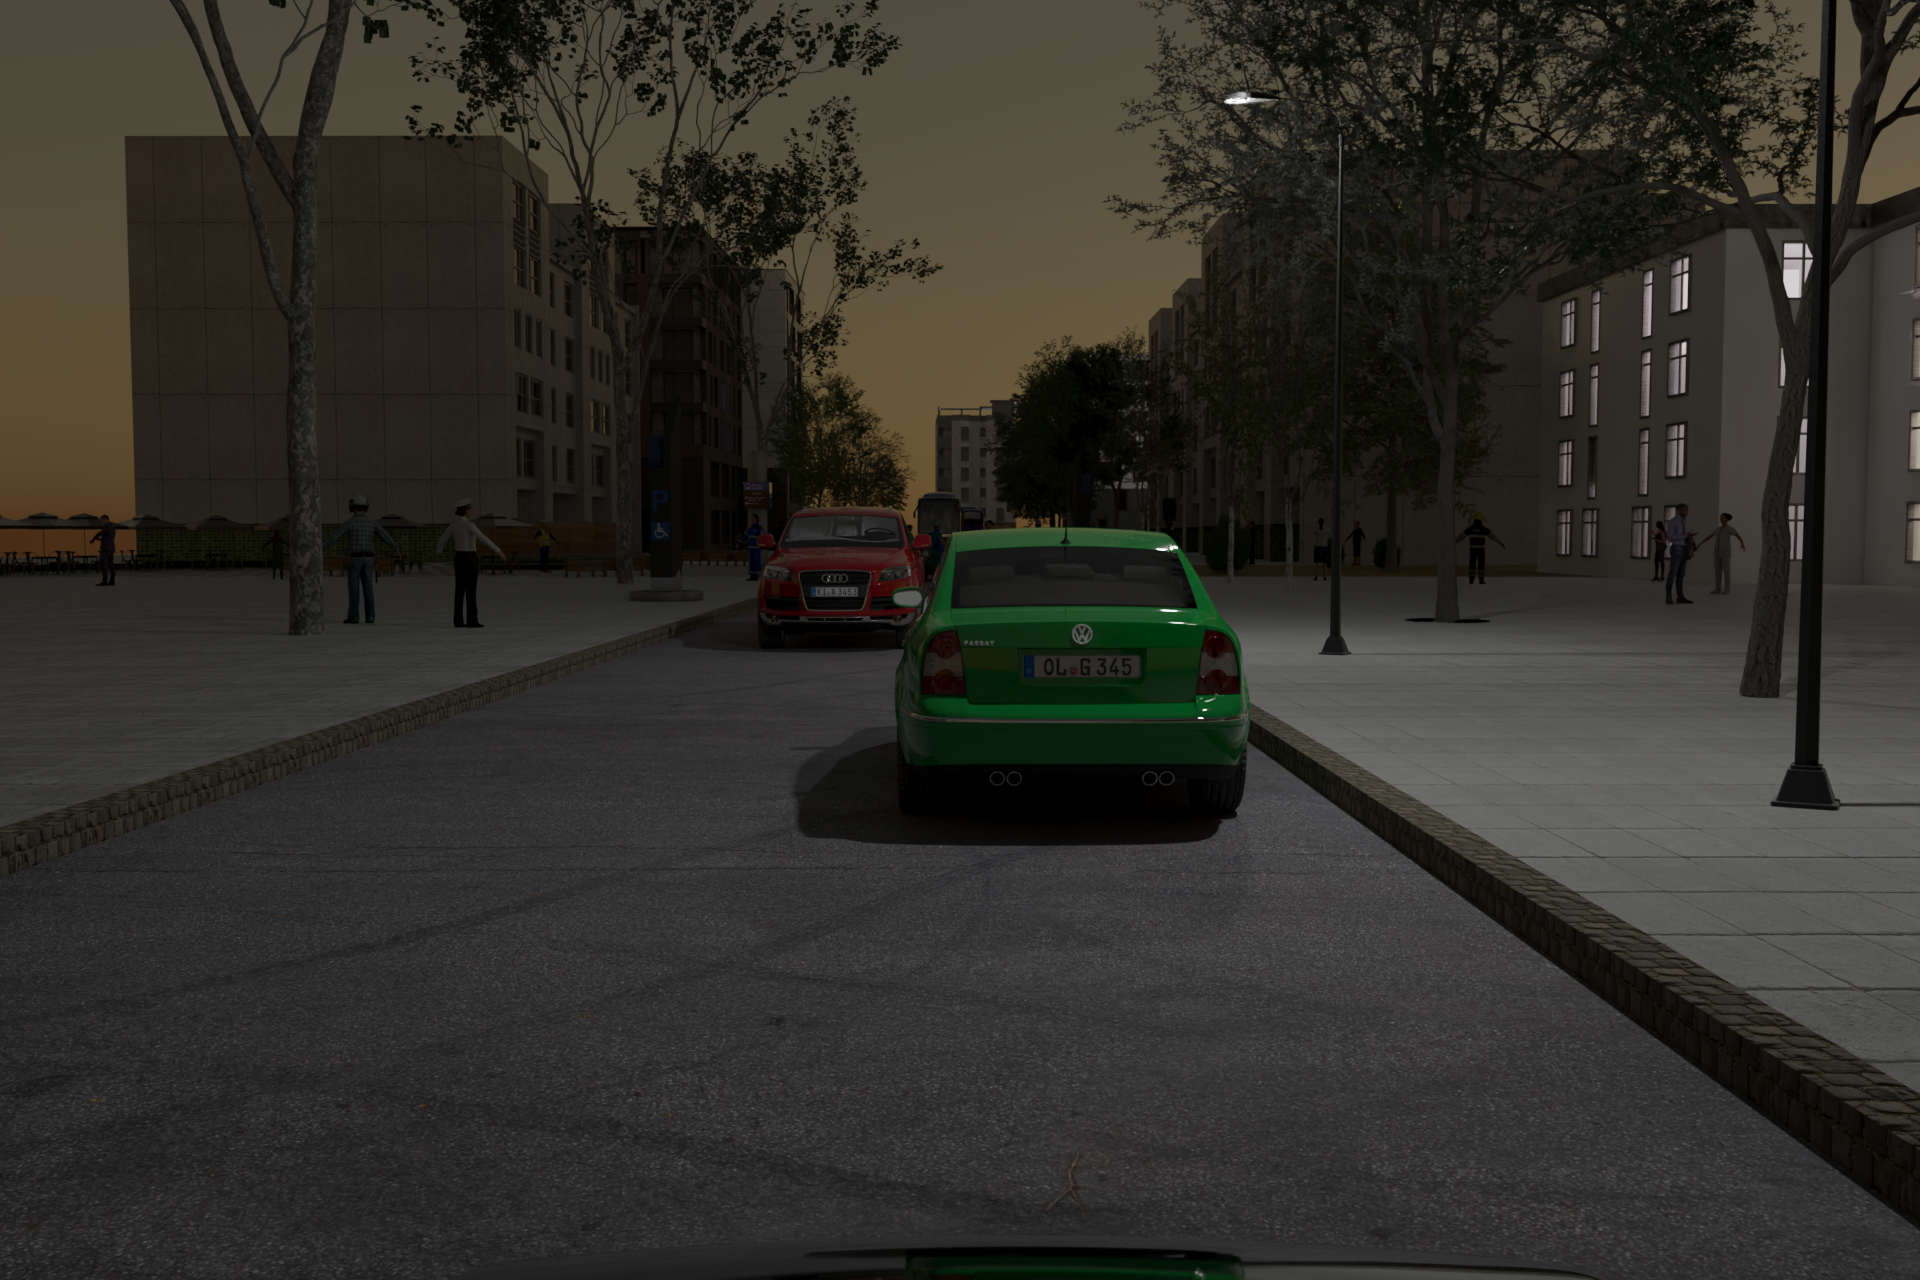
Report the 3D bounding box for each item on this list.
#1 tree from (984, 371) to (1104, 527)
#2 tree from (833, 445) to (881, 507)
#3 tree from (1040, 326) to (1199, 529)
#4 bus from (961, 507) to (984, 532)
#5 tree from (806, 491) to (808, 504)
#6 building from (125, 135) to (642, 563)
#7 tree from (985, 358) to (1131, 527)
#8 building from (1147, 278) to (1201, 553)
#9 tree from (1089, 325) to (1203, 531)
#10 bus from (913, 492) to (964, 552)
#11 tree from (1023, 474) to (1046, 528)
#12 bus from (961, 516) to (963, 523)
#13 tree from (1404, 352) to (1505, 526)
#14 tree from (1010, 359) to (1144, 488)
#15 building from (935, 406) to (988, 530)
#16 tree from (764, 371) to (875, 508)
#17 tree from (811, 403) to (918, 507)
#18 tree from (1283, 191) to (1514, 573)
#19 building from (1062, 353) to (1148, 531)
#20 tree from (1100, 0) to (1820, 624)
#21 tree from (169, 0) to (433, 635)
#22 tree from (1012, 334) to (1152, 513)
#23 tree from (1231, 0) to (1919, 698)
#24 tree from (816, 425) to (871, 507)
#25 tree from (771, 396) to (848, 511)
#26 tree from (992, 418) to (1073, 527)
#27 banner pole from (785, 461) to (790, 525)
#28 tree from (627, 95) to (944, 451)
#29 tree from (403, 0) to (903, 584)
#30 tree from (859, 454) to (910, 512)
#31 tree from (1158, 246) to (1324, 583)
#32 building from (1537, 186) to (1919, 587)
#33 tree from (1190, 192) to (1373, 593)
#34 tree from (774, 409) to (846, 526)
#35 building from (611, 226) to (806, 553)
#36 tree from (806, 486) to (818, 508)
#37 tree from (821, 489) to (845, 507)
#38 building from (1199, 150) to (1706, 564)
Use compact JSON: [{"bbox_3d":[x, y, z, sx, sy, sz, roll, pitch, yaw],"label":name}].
[{"bbox_3d":[6.955,-13.782,131.991,9.857,13.997,8.962,0,3,0],"label":"tree"},{"bbox_3d":[-8.919,-11.486,138.153,4.360,8.622,3.978,0,3,0],"label":"tree"},{"bbox_3d":[7.196,-8.713,76.868,7.601,10.594,8.767,-3,5,-40],"label":"tree"},{"bbox_3d":[0.729,-10.098,156.649,2.896,3.916,12.251,0,4,-1],"label":"bus"},{"bbox_3d":[-22.955,-17.870,242.532,4.737,8.622,4.395,0,3,0],"label":"tree"},{"bbox_3d":[-28.548,-13.854,92.973,16.747,18.905,31.486,0,4,0],"label":"building"},{"bbox_3d":[6.783,-12.769,119.135,12.009,13.543,11.850,0,3,0],"label":"tree"},{"bbox_3d":[24.046,-16.019,128.369,16.747,18.905,31.486,0,4,0],"label":"building"},{"bbox_3d":[6.315,-6.829,62.017,4.360,8.622,3.978,0,3,0],"label":"tree"},{"bbox_3d":[-1.237,-6.917,104.638,2.896,3.916,12.251,0,4,0],"label":"bus"},{"bbox_3d":[7.036,-12.382,152.803,4.737,8.622,4.395,0,3,0],"label":"tree"},{"bbox_3d":[-1.208,-9.341,144.268,2.896,3.916,12.251,0,3,0],"label":"bus"},{"bbox_3d":[19.238,-7.226,68.513,4.737,8.622,4.395,0,3,0],"label":"tree"},{"bbox_3d":[6.918,-10.616,99.325,9.928,11.665,9.643,0,3,0],"label":"tree"},{"bbox_3d":[-3.115,-23.756,247.291,11.380,20.090,16.016,0,4,-8],"label":"building"},{"bbox_3d":[-8.913,-11.252,109.719,9.928,11.665,9.643,0,3,0],"label":"tree"},{"bbox_3d":[-9.001,-15.172,158.432,12.009,13.543,11.850,0,3,0],"label":"tree"},{"bbox_3d":[14.345,-8.535,57.667,7.486,12.596,7.792,0,3,0],"label":"tree"},{"bbox_3d":[26.283,-22.468,211.328,27.936,21.610,32.646,0,3,0],"label":"building"},{"bbox_3d":[7.013,-7.009,24.960,12.009,13.543,11.850,0,3,0],"label":"tree"},{"bbox_3d":[-9.331,-10.198,22.624,12.611,20.169,13.585,0,3,0],"label":"tree"},{"bbox_3d":[6.539,-10.006,89.354,9.928,11.665,9.643,0,3,0],"label":"tree"},{"bbox_3d":[6.308,-4.807,13.014,8.767,10.594,7.601,0,4,-2],"label":"tree"},{"bbox_3d":[-8.140,-10.212,117.334,4.737,8.622,4.395,0,3,0],"label":"tree"},{"bbox_3d":[-8.187,-8.611,91.147,4.737,8.622,4.395,0,3,0],"label":"tree"},{"bbox_3d":[6.441,-13.866,144.837,7.486,12.596,7.792,0,3,0],"label":"tree"},{"bbox_3d":[-5.936,-4.269,59.810,0.401,3.779,0.863,0,4,1],"label":"banner pole"},{"bbox_3d":[-7.410,-13.368,74.451,12.611,20.169,13.585,0,3,0],"label":"tree"},{"bbox_3d":[-8.023,-11.453,43.150,12.611,20.169,13.585,0,3,0],"label":"tree"},{"bbox_3d":[-10.686,-19.977,244.749,7.486,12.596,7.792,0,3,0],"label":"tree"},{"bbox_3d":[7.348,-5.801,45.212,4.737,8.622,4.395,0,3,0],"label":"tree"},{"bbox_3d":[23.919,-6.249,44.318,9.099,9.664,28.070,0,3,0],"label":"building"},{"bbox_3d":[7.260,-5.336,37.605,4.360,8.622,3.978,0,3,0],"label":"tree"},{"bbox_3d":[-8.774,-9.104,99.206,4.737,8.622,4.395,0,3,0],"label":"tree"},{"bbox_3d":[-27.358,-17.598,131.706,27.936,21.610,32.646,0,4,1],"label":"building"},{"bbox_3d":[-24.346,-19.846,250.236,9.928,11.665,9.643,0,3,0],"label":"tree"},{"bbox_3d":[-17.643,-17.892,242.900,4.737,8.622,4.395,0,3,0],"label":"tree"},{"bbox_3d":[22.813,-13.579,88.475,16.747,18.905,31.486,0,3,0],"label":"building"}]
